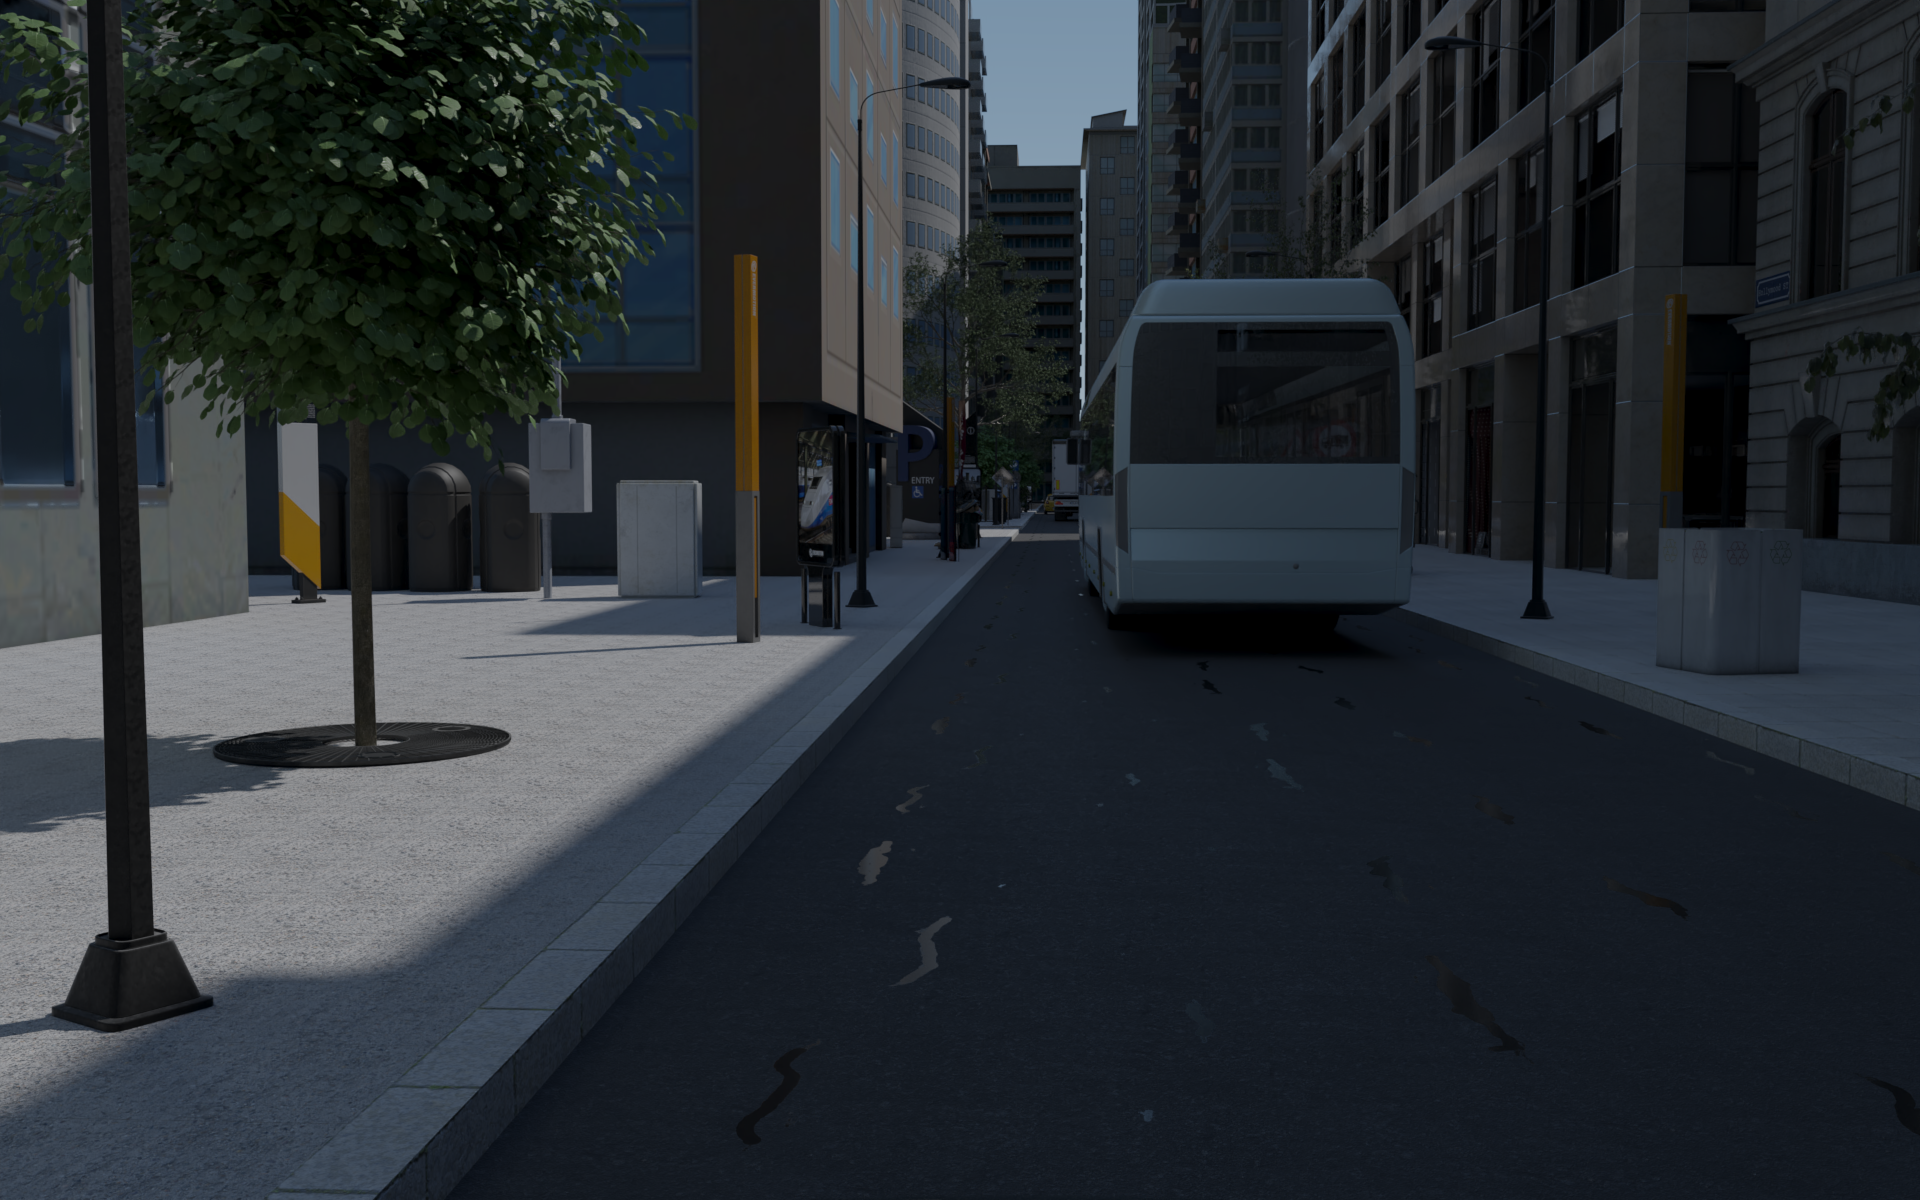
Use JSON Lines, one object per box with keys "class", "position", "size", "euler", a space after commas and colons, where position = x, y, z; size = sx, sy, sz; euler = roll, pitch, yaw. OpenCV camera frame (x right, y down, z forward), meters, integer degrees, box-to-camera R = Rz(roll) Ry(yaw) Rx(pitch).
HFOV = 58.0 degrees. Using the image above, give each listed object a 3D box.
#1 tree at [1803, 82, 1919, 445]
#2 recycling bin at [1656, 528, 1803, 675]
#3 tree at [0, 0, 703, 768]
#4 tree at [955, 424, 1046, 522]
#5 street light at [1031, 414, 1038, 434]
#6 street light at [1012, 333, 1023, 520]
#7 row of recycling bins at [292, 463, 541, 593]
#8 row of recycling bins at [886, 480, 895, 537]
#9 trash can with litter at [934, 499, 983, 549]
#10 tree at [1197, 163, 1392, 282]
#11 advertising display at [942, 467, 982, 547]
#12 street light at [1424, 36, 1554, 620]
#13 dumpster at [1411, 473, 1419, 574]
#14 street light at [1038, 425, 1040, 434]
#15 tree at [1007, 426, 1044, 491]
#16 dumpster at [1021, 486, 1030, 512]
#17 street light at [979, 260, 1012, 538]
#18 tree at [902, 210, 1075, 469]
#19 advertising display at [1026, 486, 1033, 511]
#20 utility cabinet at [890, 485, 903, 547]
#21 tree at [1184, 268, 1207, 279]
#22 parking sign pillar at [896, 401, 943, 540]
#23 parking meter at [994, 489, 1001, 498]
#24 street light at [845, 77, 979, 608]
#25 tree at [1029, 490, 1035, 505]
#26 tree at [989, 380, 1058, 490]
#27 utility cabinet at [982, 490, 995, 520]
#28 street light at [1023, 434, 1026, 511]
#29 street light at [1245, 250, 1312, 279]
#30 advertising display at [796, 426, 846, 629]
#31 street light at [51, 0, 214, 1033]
{"class": "tree", "position": [5.372, -3.487, 7.370], "size": [4.360, 8.622, 3.978], "euler": [0, 3, 0]}
{"class": "recycling bin", "position": [5.598, -0.004, 12.627], "size": [0.722, 1.027, 0.722], "euler": [-1, 4, -11]}
{"class": "tree", "position": [-2.936, -1.527, 8.674], "size": [4.285, 4.588, 4.351], "euler": [0, 3, 0]}
{"class": "tree", "position": [1.115, -5.891, 80.030], "size": [4.285, 4.588, 4.351], "euler": [0, 3, 0]}
{"class": "street light", "position": [2.971, -6.923, 85.738], "size": [1.470, 5.913, 1.316], "euler": [0, 4, 3]}
{"class": "street light", "position": [1.012, -4.749, 50.185], "size": [1.470, 5.913, 1.316], "euler": [0, 4, 3]}
{"class": "row of recycling bins", "position": [-7.284, -0.979, 23.113], "size": [3.534, 1.692, 1.069], "euler": [1, 4, 10]}
{"class": "row of recycling bins", "position": [-3.507, -2.762, 52.276], "size": [3.534, 1.692, 1.069], "euler": [1, 4, 22]}
{"class": "trash can with litter", "position": [-0.035, -1.769, 40.312], "size": [1.055, 1.170, 0.624], "euler": [-2, 4, -27]}
{"class": "tree", "position": [7.379, -5.355, 37.911], "size": [4.360, 8.622, 3.978], "euler": [0, 3, 0]}
{"class": "advertising display", "position": [0.051, -2.219, 41.488], "size": [0.974, 1.923, 0.123], "euler": [-1, 4, -22]}
{"class": "street light", "position": [5.416, -2.764, 17.731], "size": [1.470, 5.913, 1.316], "euler": [0, 4, 3]}
{"class": "dumpster", "position": [6.646, -1.360, 27.993], "size": [1.264, 1.857, 1.865], "euler": [0, 4, 3]}
{"class": "street light", "position": [3.769, -7.834, 100.626], "size": [1.470, 5.913, 1.316], "euler": [0, 4, 3]}
{"class": "tree", "position": [5.810, -12.811, 159.827], "size": [4.737, 8.622, 4.395], "euler": [0, 3, 0]}
{"class": "dumpster", "position": [4.150, -7.279, 121.497], "size": [1.502, 2.255, 1.985], "euler": [0, 4, 3]}
{"class": "street light", "position": [0.242, -3.796, 34.612], "size": [1.470, 5.913, 1.316], "euler": [0, 4, 3]}
{"class": "tree", "position": [0.218, -7.472, 56.573], "size": [7.601, 10.594, 8.767], "euler": [0, 4, -7]}
{"class": "advertising display", "position": [5.204, -7.874, 133.950], "size": [0.974, 1.923, 0.123], "euler": [3, 5, 42]}
{"class": "utility cabinet", "position": [-1.522, -2.011, 41.567], "size": [0.318, 1.500, 1.173], "euler": [0, 4, -2]}
{"class": "tree", "position": [8.070, -6.461, 55.993], "size": [4.737, 8.622, 4.395], "euler": [0, 3, 0]}
{"class": "parking sign pillar", "position": [-1.132, -3.702, 48.999], "size": [1.447, 3.967, 1.447], "euler": [1, 4, 19]}
{"class": "parking meter", "position": [1.963, -4.975, 89.758], "size": [0.372, 1.533, 0.369], "euler": [0, 3, 0]}
{"class": "street light", "position": [-0.579, -2.871, 19.484], "size": [1.470, 5.913, 1.316], "euler": [0, 4, 3]}
{"class": "tree", "position": [8.194, -12.917, 205.793], "size": [1.663, 3.219, 1.824], "euler": [0, 3, 0]}
{"class": "tree", "position": [3.846, -9.873, 111.791], "size": [4.360, 8.622, 3.978], "euler": [0, 3, 0]}
{"class": "utility cabinet", "position": [1.371, -4.680, 85.189], "size": [0.318, 1.500, 1.173], "euler": [-1, 4, -19]}
{"class": "street light", "position": [2.023, -6.022, 71.002], "size": [1.470, 5.913, 1.316], "euler": [0, 4, 3]}
{"class": "street light", "position": [6.141, -3.708, 33.166], "size": [1.470, 5.913, 1.316], "euler": [0, 4, 3]}
{"class": "advertising display", "position": [-1.354, -0.707, 16.770], "size": [0.123, 1.923, 0.974], "euler": [-2, 4, -27]}
{"class": "street light", "position": [-1.516, -1.930, 4.091], "size": [1.470, 5.913, 1.316], "euler": [0, 4, 3]}
